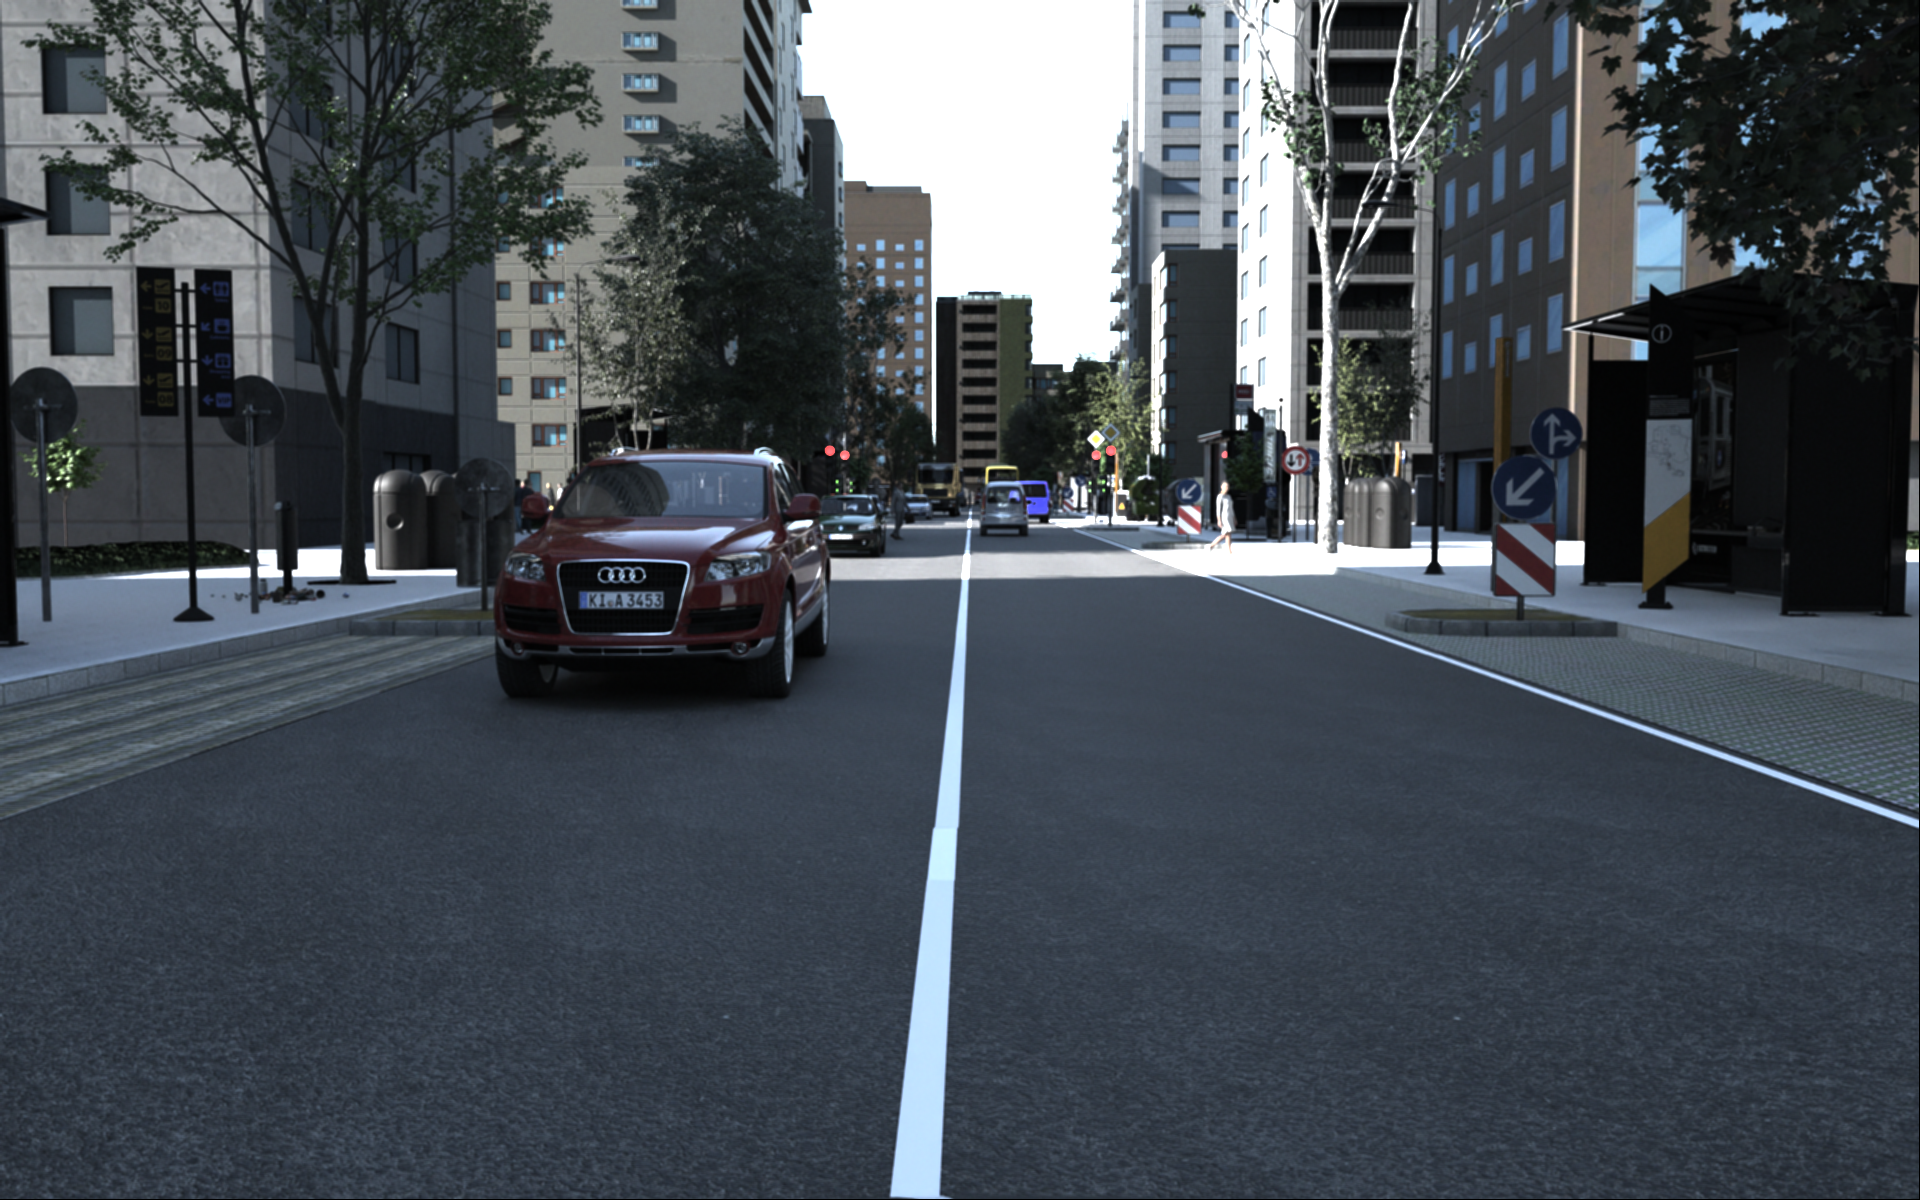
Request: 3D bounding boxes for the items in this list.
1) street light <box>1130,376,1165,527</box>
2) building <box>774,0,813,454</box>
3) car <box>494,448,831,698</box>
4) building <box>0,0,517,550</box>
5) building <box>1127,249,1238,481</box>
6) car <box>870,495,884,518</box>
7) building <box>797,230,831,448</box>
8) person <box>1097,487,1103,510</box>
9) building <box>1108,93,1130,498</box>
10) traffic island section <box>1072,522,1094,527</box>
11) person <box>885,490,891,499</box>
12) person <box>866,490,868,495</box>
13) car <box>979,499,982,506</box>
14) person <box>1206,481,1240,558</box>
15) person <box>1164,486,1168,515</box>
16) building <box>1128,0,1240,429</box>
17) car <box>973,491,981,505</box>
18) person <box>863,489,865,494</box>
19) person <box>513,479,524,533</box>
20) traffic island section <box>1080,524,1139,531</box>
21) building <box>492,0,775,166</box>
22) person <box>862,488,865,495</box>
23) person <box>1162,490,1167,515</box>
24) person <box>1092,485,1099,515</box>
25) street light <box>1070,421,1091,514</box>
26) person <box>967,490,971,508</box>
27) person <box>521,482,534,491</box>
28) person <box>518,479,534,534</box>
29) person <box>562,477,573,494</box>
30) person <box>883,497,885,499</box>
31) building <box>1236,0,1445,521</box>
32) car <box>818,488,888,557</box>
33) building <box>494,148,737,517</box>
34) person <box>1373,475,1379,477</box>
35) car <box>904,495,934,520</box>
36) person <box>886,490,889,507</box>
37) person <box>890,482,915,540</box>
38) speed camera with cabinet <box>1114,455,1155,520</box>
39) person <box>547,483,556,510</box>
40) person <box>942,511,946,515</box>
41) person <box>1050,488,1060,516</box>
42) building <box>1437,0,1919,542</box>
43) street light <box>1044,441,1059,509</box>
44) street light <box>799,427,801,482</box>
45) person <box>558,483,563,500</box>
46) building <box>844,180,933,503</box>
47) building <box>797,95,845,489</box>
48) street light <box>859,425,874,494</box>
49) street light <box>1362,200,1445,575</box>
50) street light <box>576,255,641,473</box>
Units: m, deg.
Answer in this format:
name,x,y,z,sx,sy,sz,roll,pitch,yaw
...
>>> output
name,x,y,z,sx,sy,sz,roll,pitch,yaw
street light,7.353,-5.842,68.051,1.470,5.913,1.316,0,4,0
building,-29.269,-35.200,164.764,28.713,52.752,27.495,0,4,0
car,-2.197,-0.319,13.885,2.281,1.827,5.304,0,4,0
building,-25.724,-37.275,47.694,20.611,71.187,20.563,0,4,0
building,28.378,-17.845,136.797,27.650,21.520,28.899,0,4,0
car,-4.876,-4.741,89.524,2.014,1.417,4.499,0,4,1
building,-21.538,-25.371,186.517,14.160,30.474,14.107,0,4,0
person,9.234,-6.617,114.412,0.473,1.802,0.592,0,4,3
building,29.109,-35.647,202.439,23.786,49.044,30.456,0,4,0
traffic island section,5.985,-3.296,76.172,2.009,0.180,2.903,0,4,0
person,-8.055,-11.213,190.054,1.217,1.739,0.721,1,4,9
person,-8.648,-9.361,159.193,0.705,1.812,1.348,-1,4,-10
car,2.213,-6.409,113.588,1.959,1.807,4.718,0,4,-1
person,5.851,-1.790,38.519,0.760,1.731,0.466,1,4,8
person,12.626,-6.131,106.640,0.532,1.782,0.716,0,4,-1
building,27.403,-38.586,172.882,21.231,58.520,28.212,0,4,0
car,2.815,-12.910,219.754,2.281,1.827,5.304,0,4,0
person,-7.495,-7.864,134.723,0.391,1.810,0.635,-2,4,-29
person,-14.657,-3.124,57.466,0.721,1.781,0.623,1,4,16
traffic island section,5.930,-2.808,68.188,2.009,0.180,2.903,0,4,0
building,-26.565,-31.484,138.464,21.300,48.544,21.600,0,4,0
person,-7.288,-7.521,129.193,0.466,1.800,0.511,-1,4,-9
person,12.127,-6.018,104.534,0.694,1.812,0.767,-2,4,-25
person,8.418,-6.187,107.073,0.514,1.842,0.818,2,4,34
street light,7.672,-8.403,109.929,1.470,5.913,1.316,0,4,0
person,0.952,-10.049,172.892,0.705,1.814,1.350,-1,4,-10
person,-19.000,-4.275,75.921,0.580,1.828,0.573,-2,4,-26
person,-13.799,-2.975,55.111,0.534,1.772,0.576,-1,4,-18
person,-12.899,-3.142,57.384,0.622,1.834,0.822,0,4,4
person,-9.226,-12.351,207.989,1.348,1.824,0.705,-1,4,-15
building,26.591,-39.942,91.311,20.611,71.187,20.563,0,4,0
car,-2.659,-1.885,40.608,2.009,1.686,4.222,0,3,0
building,-29.198,-15.968,106.119,27.650,21.520,28.899,0,4,0
person,11.075,-2.433,46.178,0.694,1.780,0.624,-2,4,-32
car,-2.486,-5.282,98.362,2.014,1.417,4.499,0,4,1
person,-7.547,-10.503,178.484,0.721,1.735,1.217,1,4,20
person,-1.898,-2.815,54.648,0.853,1.813,0.709,2,4,28
speed camera with cabinet,8.773,-5.674,87.107,2.038,3.252,0.660,2,4,32
person,-18.480,-4.462,79.220,0.699,1.804,1.509,2,4,28
person,-1.123,-6.869,120.831,0.660,1.820,0.620,-2,4,-35
person,5.904,-5.987,106.737,0.623,1.781,0.721,2,4,34
building,23.280,-24.575,51.910,14.600,45.320,14.200,0,4,0
street light,7.906,-10.902,150.790,1.470,5.913,1.316,0,4,0
street light,-6.525,-6.349,76.348,1.470,5.913,1.316,0,4,0
person,-19.389,-4.776,84.249,0.709,1.813,0.853,3,5,43
building,-11.100,-36.673,249.709,14.200,45.320,14.600,0,4,0
building,-25.112,-35.721,207.743,21.600,48.544,21.300,0,4,0
street light,-6.242,-8.826,116.850,1.470,5.913,1.316,0,4,0
street light,7.049,-3.364,27.549,1.470,5.913,1.316,0,4,0
street light,-6.886,-3.745,33.777,1.470,5.913,1.316,0,4,0
